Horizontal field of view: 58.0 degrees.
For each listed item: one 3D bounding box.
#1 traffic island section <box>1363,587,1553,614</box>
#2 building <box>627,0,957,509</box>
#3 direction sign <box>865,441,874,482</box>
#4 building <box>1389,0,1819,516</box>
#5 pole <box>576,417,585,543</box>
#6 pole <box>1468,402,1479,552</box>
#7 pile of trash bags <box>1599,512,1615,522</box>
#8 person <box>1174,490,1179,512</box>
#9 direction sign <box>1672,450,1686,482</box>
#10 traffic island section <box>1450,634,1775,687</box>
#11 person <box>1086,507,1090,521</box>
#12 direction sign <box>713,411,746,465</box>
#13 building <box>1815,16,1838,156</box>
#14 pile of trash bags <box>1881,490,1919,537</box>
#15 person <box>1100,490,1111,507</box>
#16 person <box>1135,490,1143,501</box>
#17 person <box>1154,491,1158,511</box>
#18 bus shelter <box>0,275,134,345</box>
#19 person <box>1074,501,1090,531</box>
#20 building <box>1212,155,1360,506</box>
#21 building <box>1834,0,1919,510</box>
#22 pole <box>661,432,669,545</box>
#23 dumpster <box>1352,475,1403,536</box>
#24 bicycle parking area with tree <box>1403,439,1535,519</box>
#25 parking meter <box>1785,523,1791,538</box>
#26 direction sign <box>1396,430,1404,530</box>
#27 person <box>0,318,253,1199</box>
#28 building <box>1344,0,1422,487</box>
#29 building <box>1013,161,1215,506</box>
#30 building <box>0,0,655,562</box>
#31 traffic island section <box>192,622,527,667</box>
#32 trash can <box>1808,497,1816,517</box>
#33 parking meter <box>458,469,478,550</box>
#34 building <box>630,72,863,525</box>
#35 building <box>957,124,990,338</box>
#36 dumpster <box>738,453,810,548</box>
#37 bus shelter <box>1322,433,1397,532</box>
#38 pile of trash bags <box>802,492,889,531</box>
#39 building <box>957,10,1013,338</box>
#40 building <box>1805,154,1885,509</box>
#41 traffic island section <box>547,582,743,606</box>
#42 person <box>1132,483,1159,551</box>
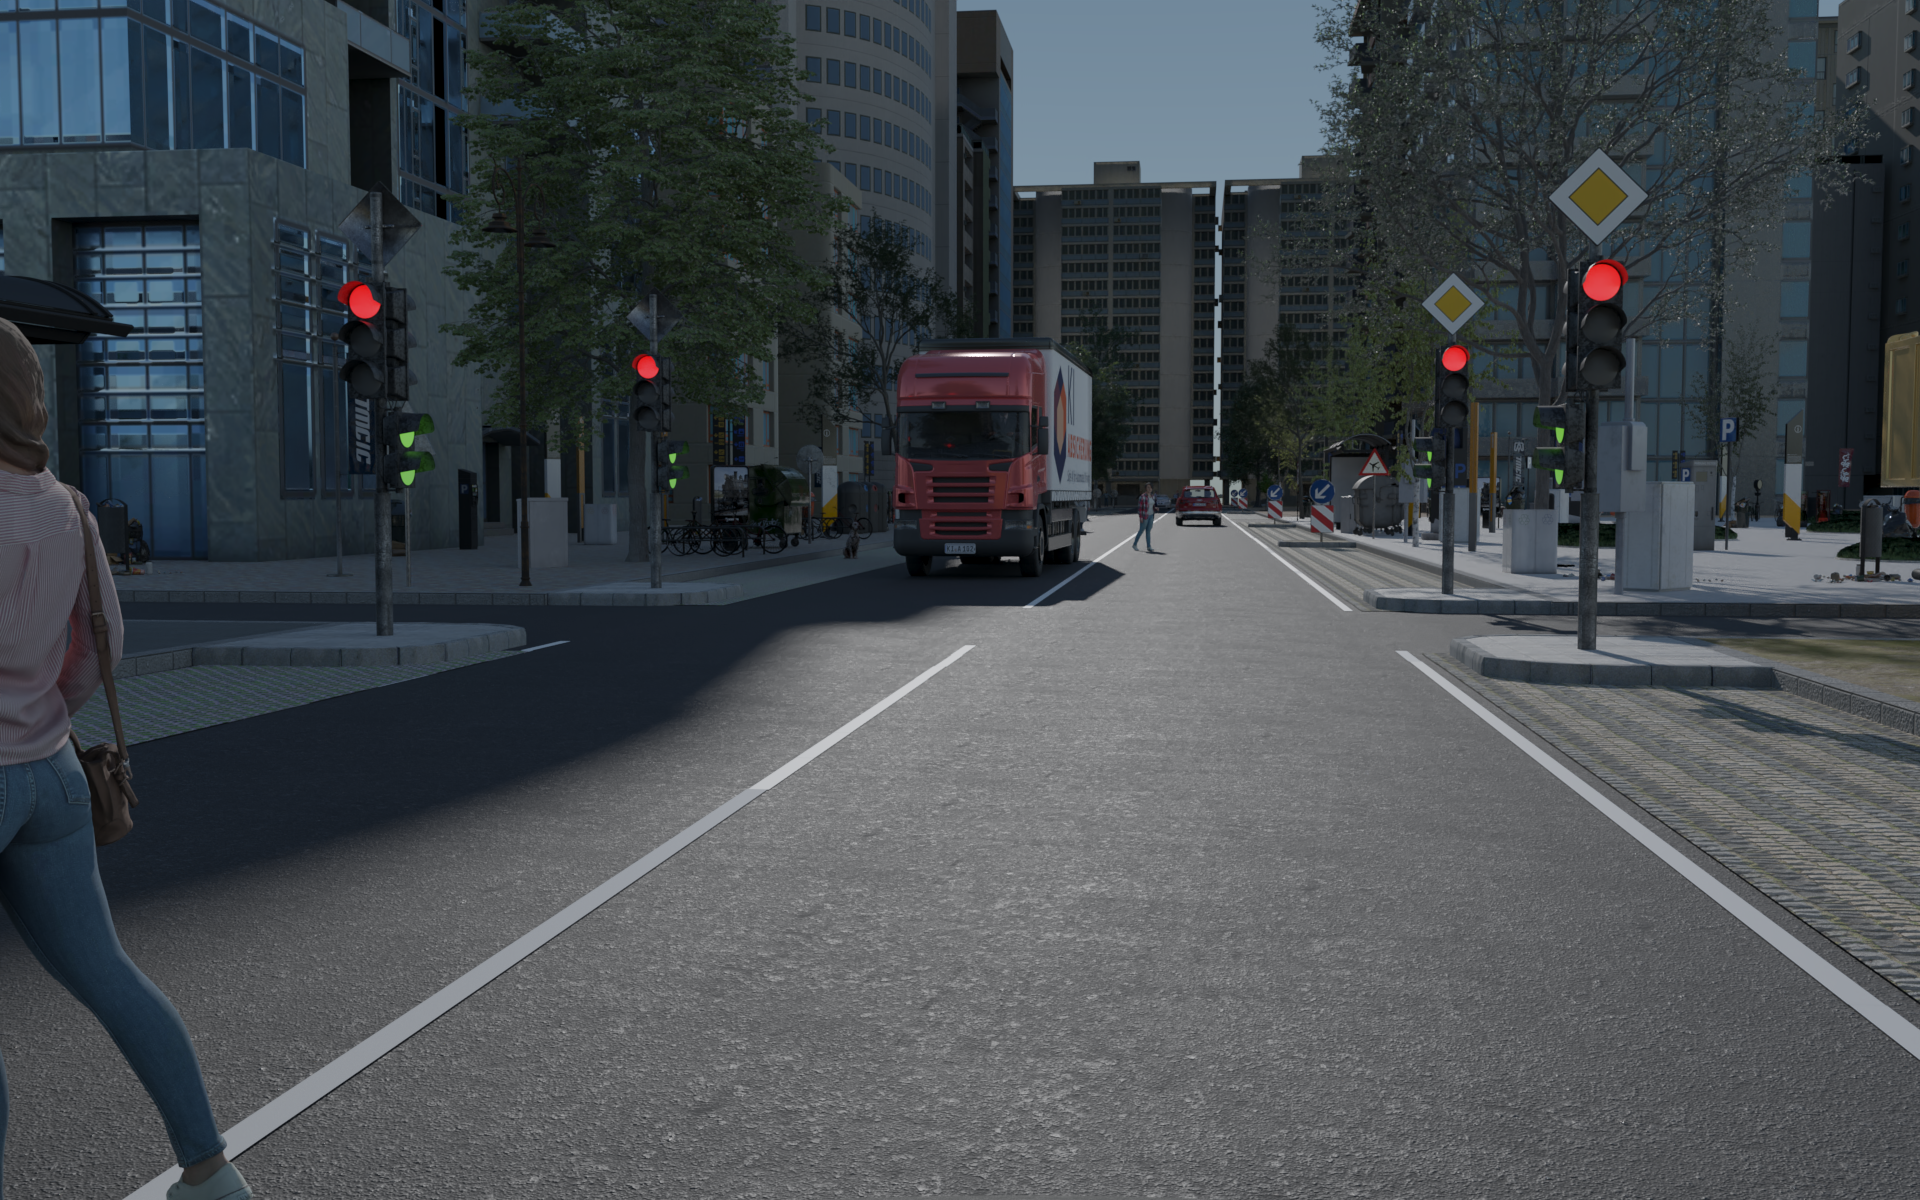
[{"bbox_3d":[6.279,0.003,22.232,2.009,0.180,2.903,0,4,8],"label":"traffic island section"},{"bbox_3d":[-12.522,-35.041,114.915,21.231,58.520,28.212,0,4,8],"label":"building"},{"bbox_3d":[-3.873,-5.022,74.103,0.379,3.537,0.876,1,4,22],"label":"direction sign"},{"bbox_3d":[42.015,-30.325,115.419,23.786,49.044,30.456,0,4,8],"label":"building"},{"bbox_3d":[-10.000,-3.168,45.647,0.158,3.312,0.155,0,3,0],"label":"pole"},{"bbox_3d":[11.464,-2.741,38.661,0.158,3.312,0.155,0,3,0],"label":"pole"},{"bbox_3d":[26.777,-4.022,75.505,3.447,1.369,1.912,-2,4,-24],"label":"pile of trash bags"},{"bbox_3d":[17.784,-8.130,141.977,0.434,1.755,0.990,1,4,10],"label":"person"},{"bbox_3d":[37.296,-5.991,89.947,0.876,3.537,0.379,-2,4,-23],"label":"direction sign"},{"bbox_3d":[5.203,0.487,14.319,2.009,0.180,2.903,0,4,8],"label":"traffic island section"},{"bbox_3d":[6.700,-5.190,93.213,0.638,1.841,0.748,-3,4,-37],"label":"person"},{"bbox_3d":[-6.265,-3.367,47.045,0.876,3.537,0.379,0,4,-3],"label":"direction sign"},{"bbox_3d":[90.118,-36.926,192.977,27.495,52.752,28.713,0,4,8],"label":"building"},{"bbox_3d":[22.870,-1.943,41.528,1.912,1.369,3.447,2,4,27],"label":"pile of trash bags"},{"bbox_3d":[15.196,-10.480,179.930,1.350,1.814,0.705,0,4,3],"label":"person"},{"bbox_3d":[13.986,-7.667,134.377,0.721,1.766,1.217,3,5,42],"label":"person"},{"bbox_3d":[16.985,-8.595,149.966,0.436,1.711,0.756,1,4,17],"label":"person"},{"bbox_3d":[-9.142,-1.214,13.765,2.014,3.302,5.546,0,4,8],"label":"bus shelter"},{"bbox_3d":[4.664,-3.566,66.646,0.661,1.843,0.795,-2,4,-24],"label":"person"},{"bbox_3d":[42.090,-31.147,201.130,23.993,40.220,32.217,0,4,8],"label":"building"},{"bbox_3d":[87.597,-31.842,144.323,21.600,48.544,21.300,0,4,8],"label":"building"},{"bbox_3d":[-7.511,-3.069,44.016,0.158,3.312,0.155,0,3,0],"label":"pole"},{"bbox_3d":[12.826,-2.921,53.516,1.264,1.857,1.865,0,4,8],"label":"dumpster"},{"bbox_3d":[26.740,-6.336,90.592,8.231,4.147,9.016,2,4,27],"label":"bicycle parking area with tree"},{"bbox_3d":[24.561,-2.773,51.049,0.399,1.863,0.255,2,4,28],"label":"parking meter"},{"bbox_3d":[15.605,-4.256,61.579,0.379,3.537,0.876,2,4,27],"label":"direction sign"},{"bbox_3d":[-1.695,0.361,3.193,0.643,1.750,0.593,1,4,10],"label":"person"},{"bbox_3d":[44.168,-30.042,145.810,22.147,44.769,28.867,0,4,8],"label":"building"},{"bbox_3d":[18.393,-31.379,204.923,23.993,40.220,32.217,0,4,8],"label":"building"},{"bbox_3d":[-22.204,-44.902,46.817,22.319,86.520,31.000,0,4,8],"label":"building"},{"bbox_3d":[-5.242,0.400,15.739,2.009,0.180,2.903,0,4,8],"label":"traffic island section"},{"bbox_3d":[40.659,-4.340,82.605,0.748,1.137,0.748,0,3,0],"label":"trash can"},{"bbox_3d":[-11.362,-2.099,40.029,0.399,1.863,0.255,1,4,19],"label":"parking meter"},{"bbox_3d":[-21.252,-14.793,86.898,27.650,21.520,28.899,0,4,8],"label":"building"},{"bbox_3d":[-5.408,-22.289,136.121,14.160,30.474,14.107,0,4,8],"label":"building"},{"bbox_3d":[-4.529,-2.377,41.361,1.502,2.255,1.985,0,4,8],"label":"dumpster"},{"bbox_3d":[13.864,-4.063,60.359,2.014,3.302,5.546,0,4,8],"label":"bus shelter"},{"bbox_3d":[-4.109,-3.097,60.384,3.447,1.369,1.912,1,4,23],"label":"pile of trash bags"},{"bbox_3d":[-2.889,-31.180,159.903,14.200,45.320,14.600,0,4,8],"label":"building"},{"bbox_3d":[70.208,-23.194,150.929,14.107,30.474,14.160,0,4,8],"label":"building"},{"bbox_3d":[-4.166,-0.084,23.652,2.009,0.180,2.903,0,4,8],"label":"traffic island section"},{"bbox_3d":[4.723,-2.119,43.989,0.563,1.720,0.643,-3,4,-39],"label":"person"}]
